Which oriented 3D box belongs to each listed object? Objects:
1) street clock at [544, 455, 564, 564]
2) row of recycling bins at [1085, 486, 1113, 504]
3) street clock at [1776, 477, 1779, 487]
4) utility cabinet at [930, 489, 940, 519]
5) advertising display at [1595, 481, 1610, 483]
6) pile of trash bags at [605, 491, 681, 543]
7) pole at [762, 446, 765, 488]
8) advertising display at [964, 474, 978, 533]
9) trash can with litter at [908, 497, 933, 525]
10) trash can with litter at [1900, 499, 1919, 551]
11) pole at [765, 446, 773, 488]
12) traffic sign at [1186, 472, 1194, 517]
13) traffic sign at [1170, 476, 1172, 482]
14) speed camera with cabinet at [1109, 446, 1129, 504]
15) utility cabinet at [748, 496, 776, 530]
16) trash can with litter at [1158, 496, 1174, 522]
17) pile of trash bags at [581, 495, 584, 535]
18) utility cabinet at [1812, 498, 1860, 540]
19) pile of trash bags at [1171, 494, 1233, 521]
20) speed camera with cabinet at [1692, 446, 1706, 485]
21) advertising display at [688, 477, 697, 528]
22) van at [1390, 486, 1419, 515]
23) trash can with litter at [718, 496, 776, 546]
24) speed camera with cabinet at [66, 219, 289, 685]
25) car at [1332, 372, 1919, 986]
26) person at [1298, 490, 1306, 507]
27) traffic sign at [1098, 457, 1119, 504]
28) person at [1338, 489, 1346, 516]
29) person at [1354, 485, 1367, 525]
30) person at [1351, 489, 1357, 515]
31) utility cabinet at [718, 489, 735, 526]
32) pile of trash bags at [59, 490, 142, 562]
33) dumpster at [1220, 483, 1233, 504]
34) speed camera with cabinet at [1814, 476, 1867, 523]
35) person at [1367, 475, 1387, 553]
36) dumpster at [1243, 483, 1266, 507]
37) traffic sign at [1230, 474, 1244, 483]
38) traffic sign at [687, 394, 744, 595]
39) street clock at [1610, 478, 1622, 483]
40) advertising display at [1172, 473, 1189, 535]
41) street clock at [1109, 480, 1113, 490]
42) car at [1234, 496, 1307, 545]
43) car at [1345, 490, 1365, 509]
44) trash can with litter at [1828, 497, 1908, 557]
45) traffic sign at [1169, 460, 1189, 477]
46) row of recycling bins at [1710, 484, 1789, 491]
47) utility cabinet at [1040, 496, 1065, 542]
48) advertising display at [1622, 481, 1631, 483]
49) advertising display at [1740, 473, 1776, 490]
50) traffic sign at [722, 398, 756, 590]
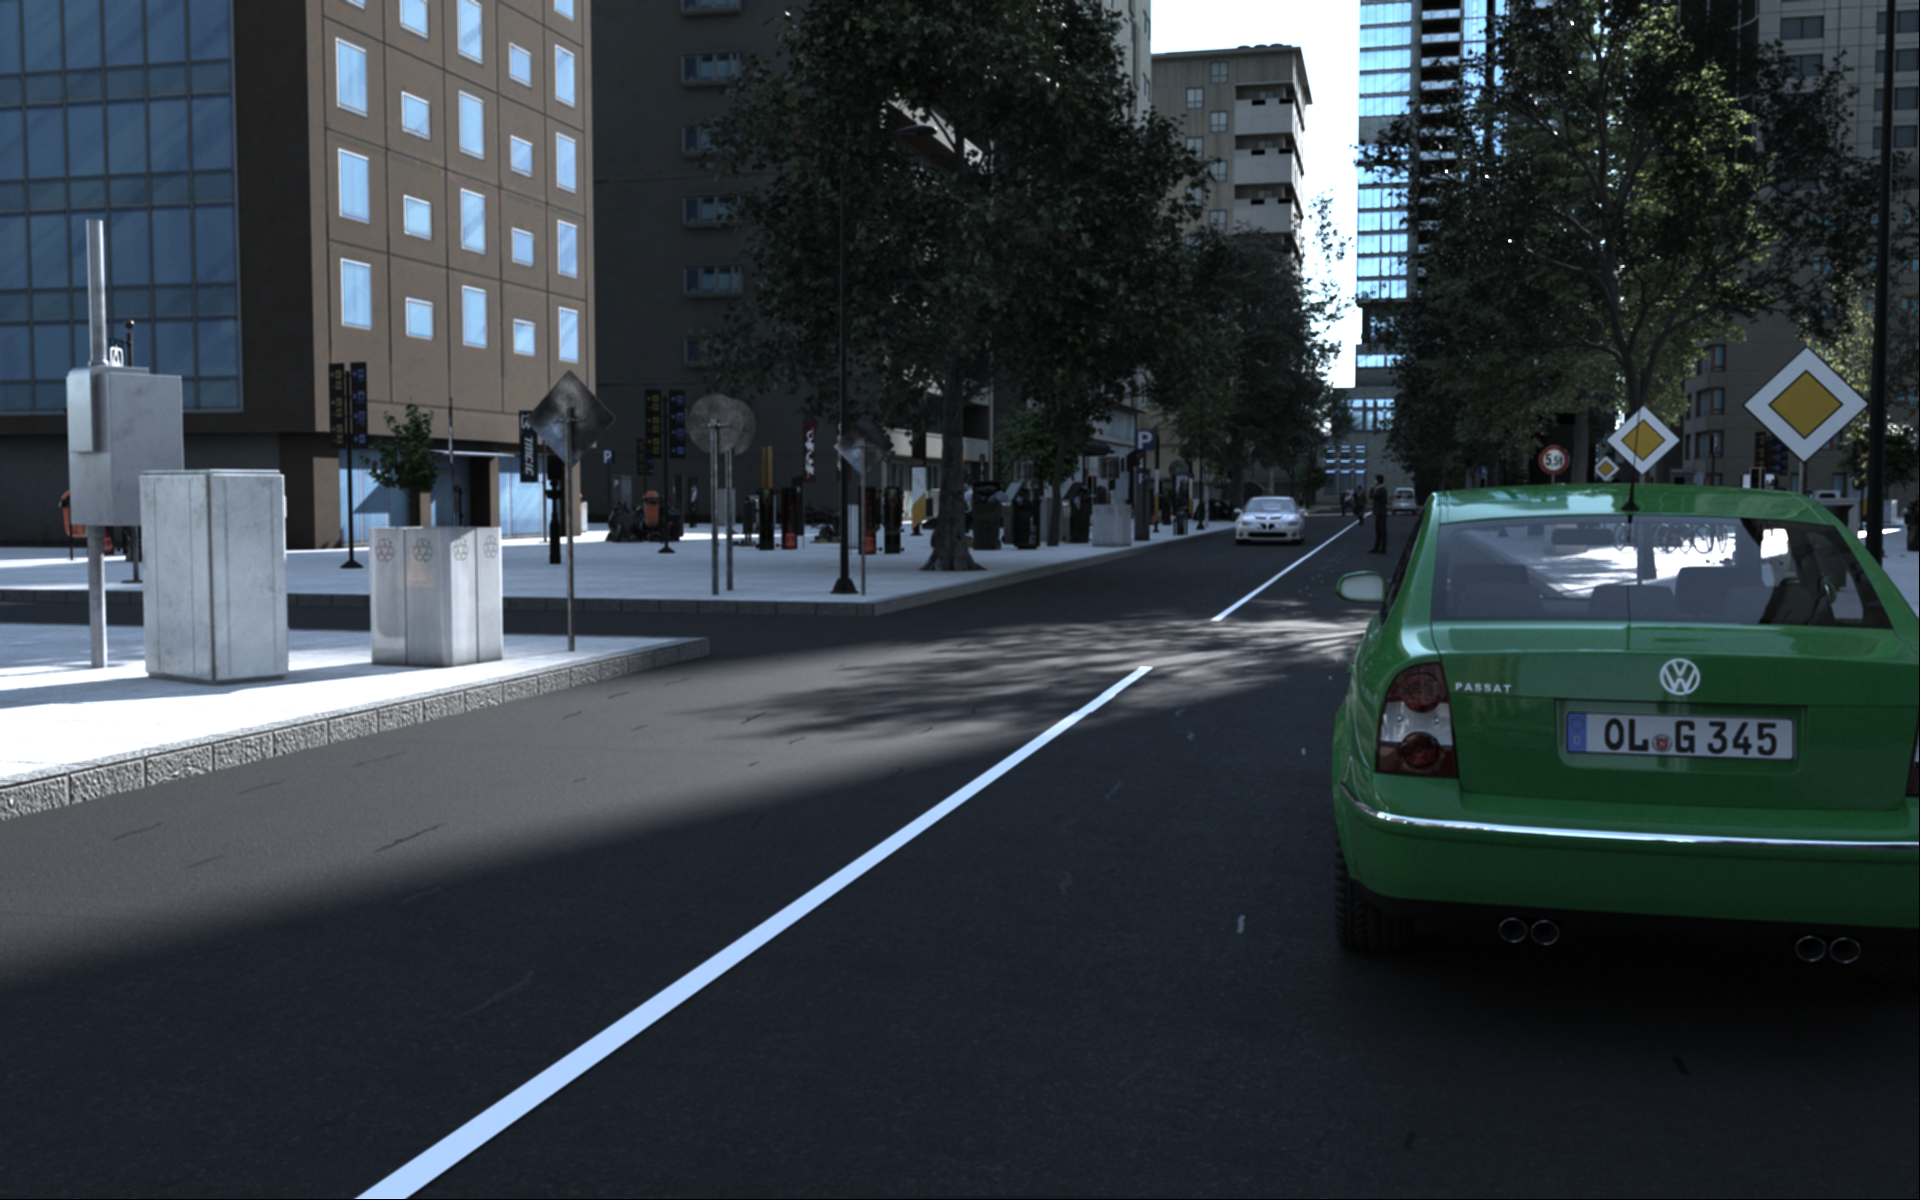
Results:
[{"bbox_3d":[-7.454,-1.668,31.840,0.358,2.002,0.471,-1,4,-9],"label":"street clock"},{"bbox_3d":[6.607,-4.867,86.687,3.534,1.692,1.069,0,4,-8],"label":"row of recycling bins"},{"bbox_3d":[33.088,-4.041,70.635,0.358,2.002,0.471,-3,4,-36],"label":"street clock"},{"bbox_3d":[-0.886,-4.398,80.586,0.318,1.500,1.173,3,5,41],"label":"utility cabinet"},{"bbox_3d":[31.812,-4.950,86.139,0.974,1.923,0.123,0,4,1],"label":"advertising display"},{"bbox_3d":[-8.412,-2.239,46.363,1.912,1.369,3.447,-1,4,-17],"label":"pile of trash bags"},{"bbox_3d":[-8.360,-4.900,73.956,0.158,3.312,0.155,0,3,0],"label":"pole"},{"bbox_3d":[0.108,-3.131,56.399,0.974,1.923,0.123,-1,4,-9],"label":"advertising display"},{"bbox_3d":[-1.011,-3.756,72.461,2.233,1.210,1.678,0,4,4],"label":"trash can with litter"},{"bbox_3d":[21.748,-1.680,38.863,1.055,1.170,0.624,0,4,4],"label":"trash can with litter"},{"bbox_3d":[-7.999,-4.850,73.138,0.158,3.312,0.155,0,3,0],"label":"pole"},{"bbox_3d":[11.728,-5.475,89.620,0.768,2.556,0.104,1,4,17],"label":"traffic sign"},{"bbox_3d":[11.867,-5.796,94.868,0.768,2.556,0.104,1,4,22],"label":"traffic sign"},{"bbox_3d":[6.602,-4.772,72.350,0.660,3.252,2.038,0,4,-4],"label":"speed camera with cabinet"},{"bbox_3d":[-7.091,-3.102,61.881,1.020,1.237,0.306,2,4,26],"label":"utility cabinet"},{"bbox_3d":[9.748,-4.231,80.226,1.678,1.210,2.233,2,4,33],"label":"trash can with litter"},{"bbox_3d":[-13.233,-2.757,54.833,3.447,1.369,1.912,2,4,33],"label":"pile of trash bags"},{"bbox_3d":[14.227,-1.064,28.558,1.020,1.237,0.306,1,4,13],"label":"utility cabinet"},{"bbox_3d":[11.860,-4.540,83.986,3.447,1.369,1.912,-1,4,-9],"label":"pile of trash bags"},{"bbox_3d":[29.918,-4.651,70.379,0.660,3.252,2.038,2,4,27],"label":"speed camera with cabinet"},{"bbox_3d":[-10.201,-3.724,66.102,0.123,1.923,0.974,0,4,5],"label":"advertising display"},{"bbox_3d":[31.211,-7.013,121.668,2.013,2.044,4.112,1,4,14],"label":"van"},{"bbox_3d":[-5.249,-1.966,43.207,1.678,1.210,2.233,-1,4,-17],"label":"trash can with litter"},{"bbox_3d":[-5.595,-1.100,12.318,2.038,3.252,0.660,3,4,38],"label":"speed camera with cabinet"},{"bbox_3d":[2.395,0.137,6.561,1.959,1.807,4.718,1,4,15],"label":"car"},{"bbox_3d":[34.362,-10.130,174.214,0.705,1.812,1.348,-2,4,-28],"label":"person"},{"bbox_3d":[4.097,-2.796,47.850,0.606,2.300,0.079,1,4,20],"label":"traffic sign"},{"bbox_3d":[24.868,-6.354,112.830,0.568,1.767,0.683,-1,4,-19],"label":"person"},{"bbox_3d":[18.763,-4.450,81.164,0.656,1.842,0.836,1,4,21],"label":"person"},{"bbox_3d":[27.369,-6.758,119.507,1.217,1.766,0.721,-3,5,-41],"label":"person"},{"bbox_3d":[-9.411,-3.729,69.654,0.318,1.500,1.173,1,4,15],"label":"utility cabinet"},{"bbox_3d":[-15.707,-1.453,33.501,3.447,1.369,1.912,0,4,3],"label":"pile of trash bags"},{"bbox_3d":[14.795,-5.399,94.027,1.264,1.857,1.865,1,4,14],"label":"dumpster"},{"bbox_3d":[38.933,-5.029,76.563,2.038,3.252,0.660,1,4,18],"label":"speed camera with cabinet"},{"bbox_3d":[10.100,-2.081,41.887,0.474,1.900,0.648,1,4,12],"label":"person"},{"bbox_3d":[14.924,-5.061,88.501,1.264,1.857,1.865,1,4,14],"label":"dumpster"},{"bbox_3d":[14.521,-5.558,90.985,0.768,2.556,0.104,1,4,19],"label":"traffic sign"},{"bbox_3d":[-3.116,-1.338,21.981,0.768,2.556,0.104,1,4,15],"label":"traffic sign"},{"bbox_3d":[29.777,-4.529,78.616,0.471,2.002,0.358,3,4,38],"label":"street clock"},{"bbox_3d":[6.925,-3.006,54.359,0.123,1.923,0.974,2,4,33],"label":"advertising display"},{"bbox_3d":[7.669,-5.120,88.274,0.358,2.002,0.471,2,4,26],"label":"street clock"},{"bbox_3d":[9.054,-2.326,50.395,2.083,1.381,4.827,1,4,13],"label":"car"},{"bbox_3d":[37.327,-9.510,164.162,2.281,1.827,5.304,1,4,12],"label":"car"},{"bbox_3d":[18.335,-1.514,35.806,1.678,1.210,2.233,-3,5,-42],"label":"trash can with litter"},{"bbox_3d":[8.055,-3.900,63.875,0.768,2.556,0.104,1,4,19],"label":"traffic sign"},{"bbox_3d":[33.758,-4.120,74.469,3.534,1.692,1.069,0,4,2],"label":"row of recycling bins"},{"bbox_3d":[2.606,-2.187,46.916,0.306,1.237,1.020,3,5,44],"label":"utility cabinet"},{"bbox_3d":[33.857,-5.082,88.297,0.974,1.923,0.123,0,4,1],"label":"advertising display"},{"bbox_3d":[24.042,-2.875,52.217,0.974,1.923,0.123,1,4,11],"label":"advertising display"},{"bbox_3d":[-3.072,-1.403,23.037,0.768,2.556,0.104,1,4,20],"label":"traffic sign"}]
